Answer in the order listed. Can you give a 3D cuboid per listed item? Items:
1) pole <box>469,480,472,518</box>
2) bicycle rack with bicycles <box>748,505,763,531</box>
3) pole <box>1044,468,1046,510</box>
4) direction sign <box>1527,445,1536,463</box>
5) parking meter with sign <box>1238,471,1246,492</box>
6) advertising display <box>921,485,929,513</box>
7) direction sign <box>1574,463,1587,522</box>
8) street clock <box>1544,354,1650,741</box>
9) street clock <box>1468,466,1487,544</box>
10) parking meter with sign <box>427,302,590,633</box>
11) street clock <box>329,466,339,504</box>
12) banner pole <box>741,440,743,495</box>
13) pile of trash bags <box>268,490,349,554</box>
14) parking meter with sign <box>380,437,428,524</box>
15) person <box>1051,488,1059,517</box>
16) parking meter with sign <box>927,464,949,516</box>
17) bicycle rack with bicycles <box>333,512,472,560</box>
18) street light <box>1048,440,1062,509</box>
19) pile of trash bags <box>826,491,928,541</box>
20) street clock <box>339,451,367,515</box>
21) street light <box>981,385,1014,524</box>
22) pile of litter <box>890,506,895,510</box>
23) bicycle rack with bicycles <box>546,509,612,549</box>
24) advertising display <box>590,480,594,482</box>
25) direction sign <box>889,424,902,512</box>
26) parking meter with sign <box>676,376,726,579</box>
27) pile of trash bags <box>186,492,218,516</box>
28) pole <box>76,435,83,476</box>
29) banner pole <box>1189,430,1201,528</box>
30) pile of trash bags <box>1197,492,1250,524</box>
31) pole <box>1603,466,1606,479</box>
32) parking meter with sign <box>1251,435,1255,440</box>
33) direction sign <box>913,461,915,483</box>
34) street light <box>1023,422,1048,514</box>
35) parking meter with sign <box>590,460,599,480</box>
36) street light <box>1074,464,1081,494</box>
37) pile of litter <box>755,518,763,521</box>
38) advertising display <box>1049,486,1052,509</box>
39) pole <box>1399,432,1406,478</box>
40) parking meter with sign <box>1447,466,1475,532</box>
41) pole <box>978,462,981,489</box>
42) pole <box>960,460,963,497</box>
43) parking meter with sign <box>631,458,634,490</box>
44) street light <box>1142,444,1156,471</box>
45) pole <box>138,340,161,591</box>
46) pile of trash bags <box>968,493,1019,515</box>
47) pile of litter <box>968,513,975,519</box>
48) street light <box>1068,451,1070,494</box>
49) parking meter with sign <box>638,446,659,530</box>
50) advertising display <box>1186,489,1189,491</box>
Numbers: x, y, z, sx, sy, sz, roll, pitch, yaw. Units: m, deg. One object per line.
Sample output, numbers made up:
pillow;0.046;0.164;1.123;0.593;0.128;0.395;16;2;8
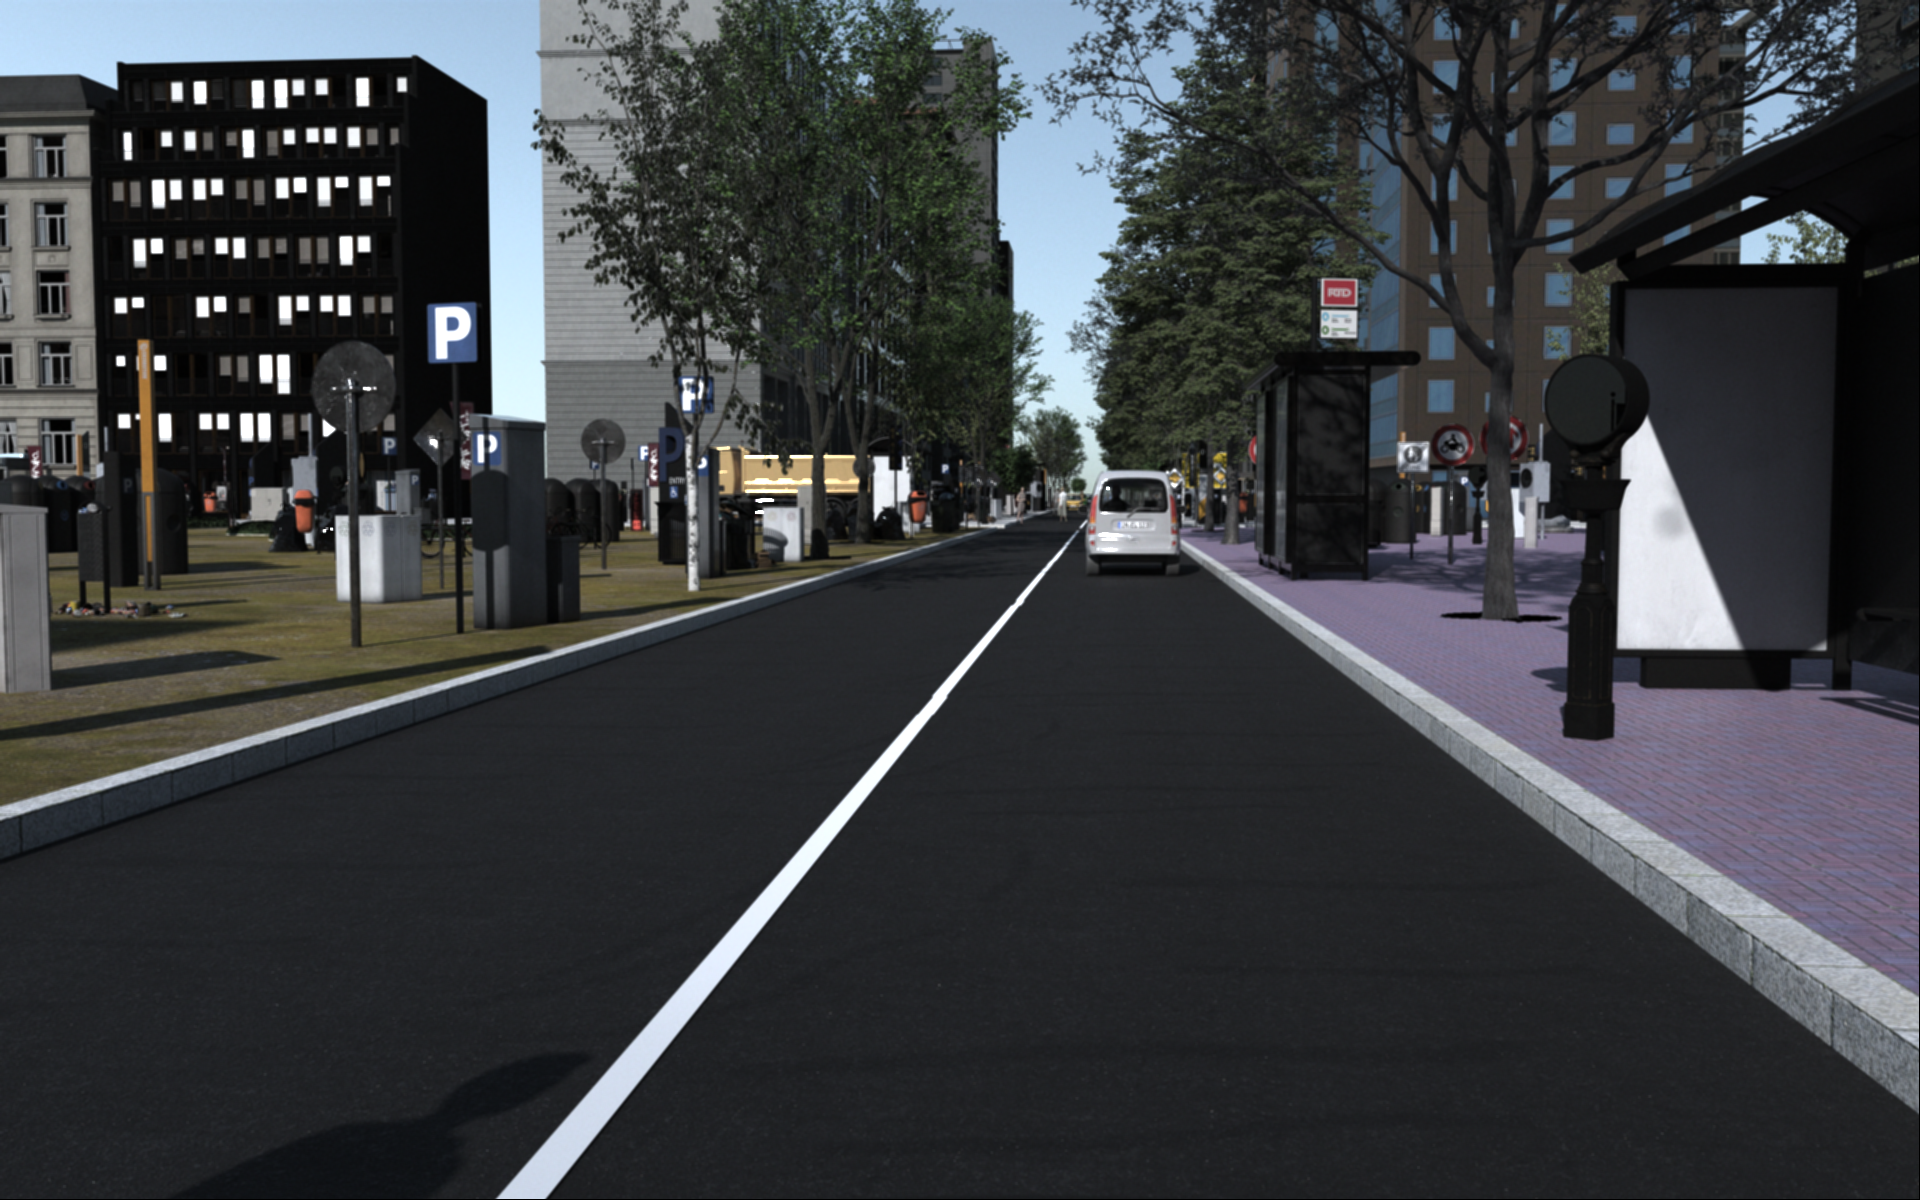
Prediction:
pole;-26.689;-6.158;94.527;0.158;3.312;0.155;0;3;0
bicycle rack with bicycles;-7.711;-2.763;58.561;2.852;0.926;2.925;-1;4;-10
pole;6.750;-8.812;137.921;0.158;3.312;0.155;0;3;0
direction sign;26.446;-5.345;79.389;0.876;3.537;0.379;1;4;19
parking meter with sign;21.743;-8.217;130.602;1.738;3.016;0.543;2;4;26
advertising display;-2.378;-6.959;118.997;0.123;1.923;0.974;2;4;27
direction sign;28.201;-5.274;78.223;0.876;3.537;0.379;1;4;16
street clock;3.314;-0.275;9.067;0.358;2.002;0.471;-3;5;-42
street clock;13.270;-2.434;44.373;0.471;2.002;0.358;2;4;34
parking meter with sign;-4.316;-1.248;16.659;0.543;3.016;1.738;1;4;21
street clock;-16.101;-2.471;44.971;0.471;2.002;0.358;2;4;23
banner pole;-10.092;-5.516;80.205;0.401;3.779;0.863;0;4;-4
pile of trash bags;-14.443;-1.759;38.518;1.912;1.369;3.447;-1;4;-17
parking meter with sign;-16.806;-3.450;52.675;1.738;3.016;0.543;2;4;33
person;6.178;-6.243;110.689;0.709;1.813;0.853;1;4;15
parking meter with sign;-1.337;-6.434;101.454;0.543;3.016;1.738;-2;4;-34
bicycle rack with bicycles;-11.172;-1.284;34.377;2.925;0.926;2.852;1;4;14
street light;8.139;-10.858;150.072;1.470;5.913;1.316;0;4;5
pile of trash bags;-2.268;-2.388;48.793;3.447;1.369;1.912;-3;5;-43
street clock;-10.116;-1.497;29.054;0.358;2.002;0.471;0;4;-6
street light;1.603;-6.193;73.793;1.470;5.913;1.316;0;4;5
pile of litter;-2.545;-2.825;60.160;1.176;0.858;1.719;-2;4;-28
bicycle rack with bicycles;-9.497;-1.650;40.359;2.925;0.926;2.852;-3;4;-36
advertising display;-15.986;-4.392;77.017;0.974;1.923;0.123;-3;5;-39
direction sign;-2.105;-3.958;56.715;0.379;3.537;0.876;2;4;25
parking meter with sign;-3.910;-1.850;26.510;0.543;3.016;1.738;0;4;0
pile of trash bags;-35.118;-4.181;78.119;3.447;1.369;1.912;0;4;5
pole;-30.255;-4.019;59.560;0.158;3.312;0.155;0;3;0
banner pole;8.873;-4.630;65.719;0.401;3.779;0.863;-1;4;-17
pile of trash bags;11.871;-4.098;76.756;1.912;1.369;3.447;-1;4;-18
pole;20.351;-3.728;54.799;0.158;3.312;0.155;0;3;0
parking meter with sign;9.382;-3.342;50.910;0.543;3.016;1.738;-3;4;-38
direction sign;-3.333;-7.707;118.004;0.379;3.537;0.876;2;4;32
street light;4.762;-8.546;112.275;1.470;5.913;1.316;0;4;5
parking meter with sign;-18.256;-5.350;83.736;1.738;3.016;0.543;2;4;33
street light;15.162;-15.925;232.920;1.470;5.913;1.316;0;4;5
pile of litter;-9.290;-4.323;84.650;1.719;0.858;1.176;-1;4;-18
advertising display;7.555;-8.542;144.879;0.123;1.923;0.974;1;4;11
pole;14.548;-3.864;57.025;0.158;3.312;0.155;0;3;0
parking meter with sign;17.039;-3.844;59.113;0.543;3.016;1.738;-1;4;-11
pole;1.224;-7.059;109.265;0.158;3.312;0.155;0;3;0
pole;0.070;-6.693;103.269;0.158;3.312;0.155;0;3;0
parking meter with sign;-15.115;-5.396;84.480;1.738;3.016;0.543;0;4;-5
street light;11.876;-8.399;109.869;1.470;5.913;1.316;0;4;5
pole;-10.773;-1.784;23.011;0.158;3.312;0.155;0;3;0
pile of trash bags;2.173;-5.861;105.587;3.447;1.369;1.912;0;4;5
pile of litter;0.825;-4.616;89.439;1.719;0.858;1.176;-2;4;-27
street light;11.351;-13.193;188.252;1.470;5.913;1.316;0;4;5
parking meter with sign;-11.139;-4.082;62.995;0.543;3.016;1.738;1;4;8
advertising display;19.149;-8.569;145.317;0.123;1.923;0.974;-3;5;-39
